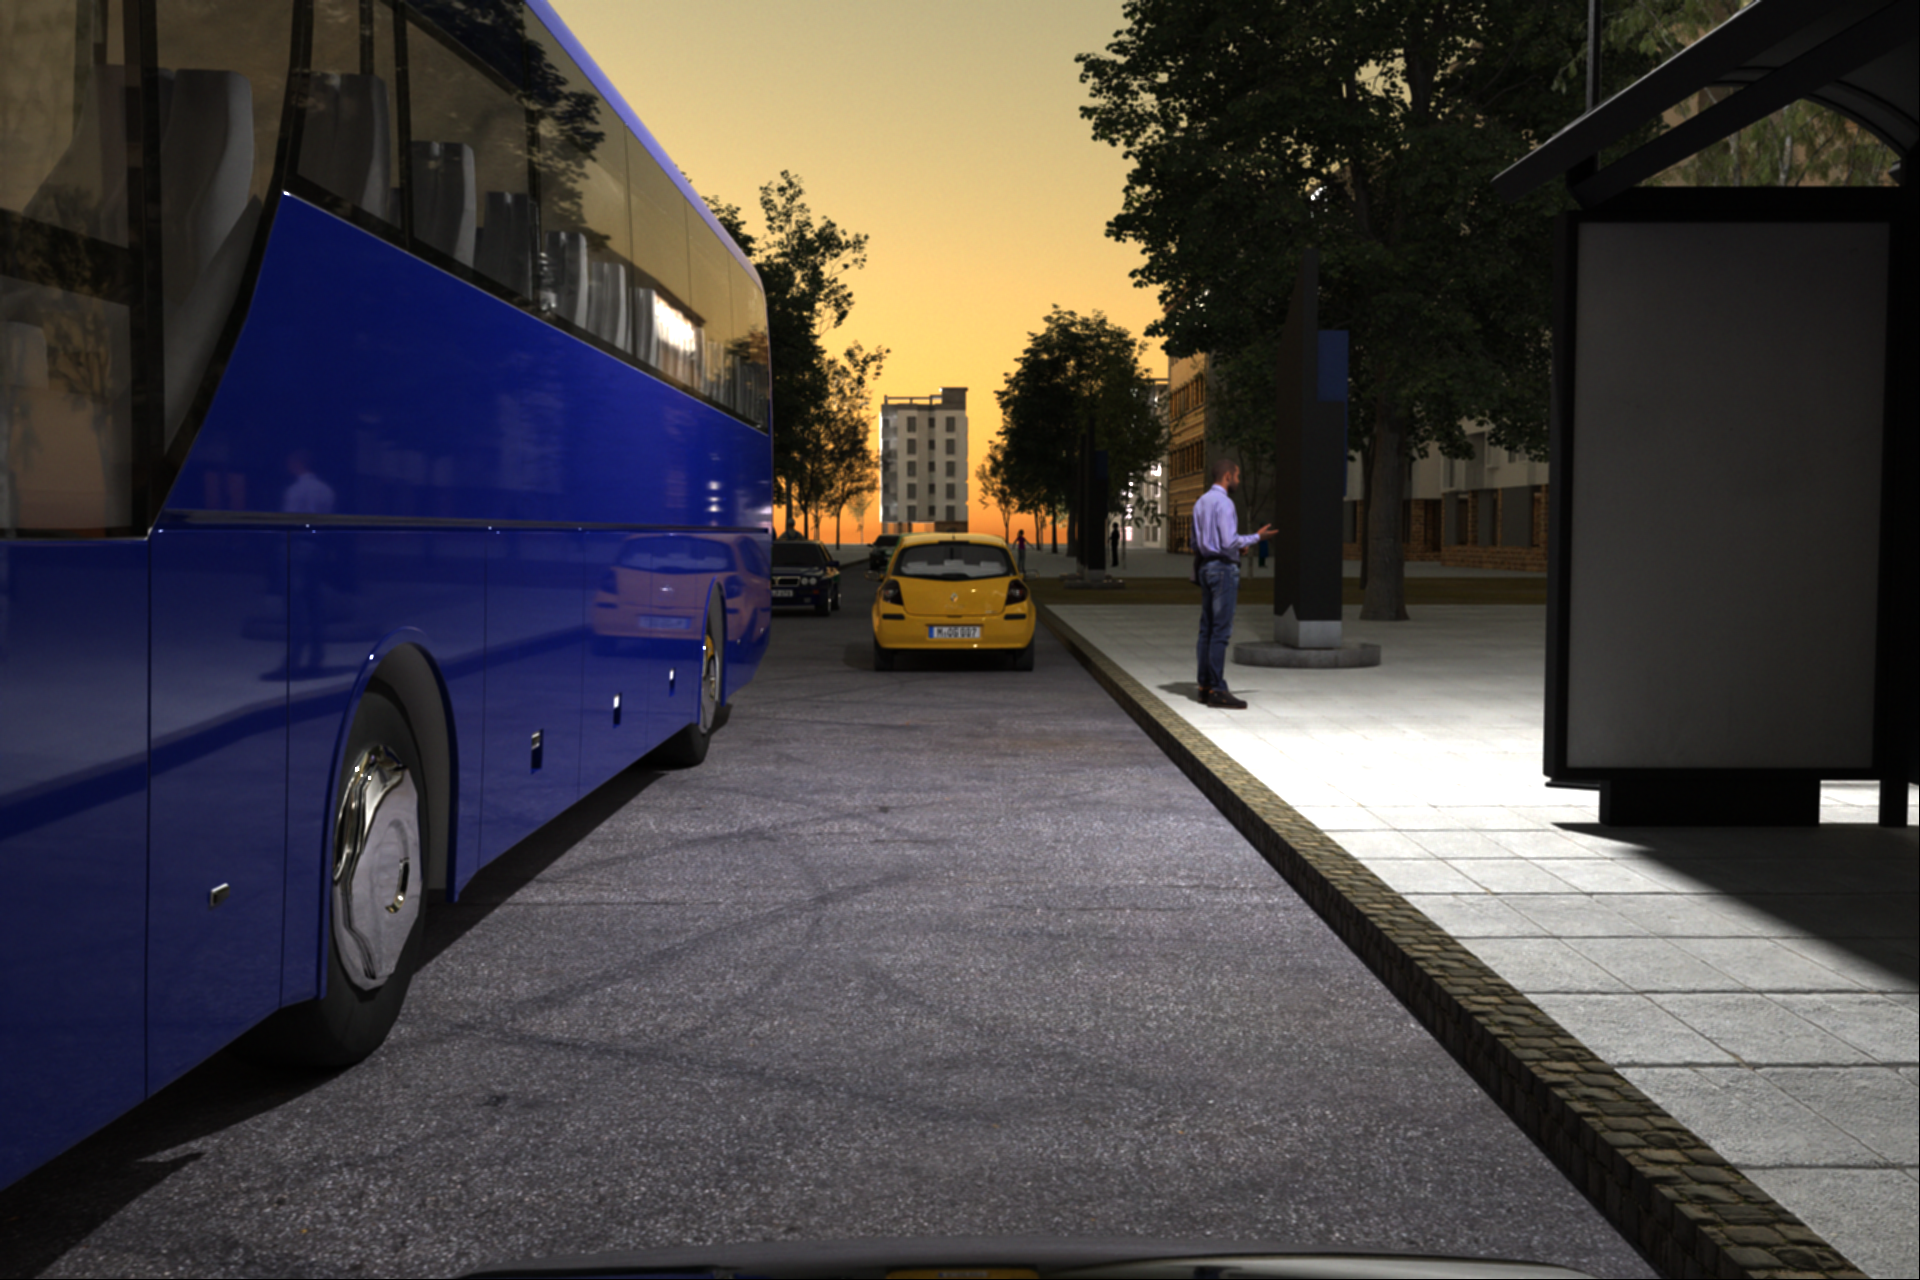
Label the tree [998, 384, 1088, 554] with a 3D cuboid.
[{"bbox_3d":[6.107,-11.528,114.237,9.928,11.665,9.643,0,3,0],"label":"tree"}]

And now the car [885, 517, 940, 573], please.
[{"bbox_3d":[-0.676,-1.765,37.653,1.959,1.807,4.718,0,4,-1],"label":"car"}]

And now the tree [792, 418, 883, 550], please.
[{"bbox_3d":[-9.887,-12.434,137.705,8.767,10.594,7.601,1,4,17],"label":"tree"}]

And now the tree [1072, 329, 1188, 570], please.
[{"bbox_3d":[5.919,-6.818,61.834,4.737,8.622,4.395,0,3,0],"label":"tree"}]

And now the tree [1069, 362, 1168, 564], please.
[{"bbox_3d":[6.489,-7.560,73.974,4.737,8.622,4.395,0,3,0],"label":"tree"}]

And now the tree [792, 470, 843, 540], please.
[{"bbox_3d":[-18.761,-17.907,227.185,7.601,10.594,8.767,0,4,6],"label":"tree"}]

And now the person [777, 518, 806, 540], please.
[{"bbox_3d":[-4.351,-2.224,44.679,1.347,1.847,0.705,-1,4,-17],"label":"person"}]

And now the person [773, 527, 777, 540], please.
[{"bbox_3d":[-5.494,-2.644,49.199,0.705,1.833,1.349,-2,4,-34],"label":"person"}]

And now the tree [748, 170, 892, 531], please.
[{"bbox_3d":[-10.059,-14.506,93.056,12.611,20.169,13.585,0,3,0],"label":"tree"}]

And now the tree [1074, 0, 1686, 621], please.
[{"bbox_3d":[6.395,-7.274,25.593,9.857,13.997,8.962,0,3,0],"label":"tree"}]

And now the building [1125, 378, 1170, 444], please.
[{"bbox_3d":[24.574,-21.423,206.678,16.016,20.090,11.380,0,4,-1],"label":"building"}]

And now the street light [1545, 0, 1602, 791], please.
[{"bbox_3d":[3.696,-2.208,8.643,1.470,5.913,1.316,0,4,0],"label":"street light"}]

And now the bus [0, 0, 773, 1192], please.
[{"bbox_3d":[-2.766,-1.000,7.899,2.896,3.916,12.251,0,3,0],"label":"bus"}]

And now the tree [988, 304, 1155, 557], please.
[{"bbox_3d":[6.414,-11.662,97.331,9.857,13.997,8.962,0,3,0],"label":"tree"}]

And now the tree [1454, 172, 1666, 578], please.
[{"bbox_3d":[17.620,-7.589,49.832,9.928,11.665,9.643,0,3,0],"label":"tree"}]

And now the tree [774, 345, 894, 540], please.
[{"bbox_3d":[-9.745,-12.140,108.851,12.009,13.543,11.850,0,3,0],"label":"tree"}]

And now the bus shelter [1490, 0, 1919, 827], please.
[{"bbox_3d":[3.369,-0.680,5.048,2.014,3.302,5.546,0,4,0],"label":"bus shelter"}]

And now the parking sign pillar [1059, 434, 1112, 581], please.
[{"bbox_3d":[3.455,-3.607,47.452,1.447,3.967,1.447,0,4,-1],"label":"parking sign pillar"}]

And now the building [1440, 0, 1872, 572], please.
[{"bbox_3d":[24.357,-12.911,67.517,16.016,20.090,11.380,0,3,0],"label":"building"}]

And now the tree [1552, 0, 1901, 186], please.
[{"bbox_3d":[5.424,-3.790,12.328,4.360,8.622,3.978,0,3,0],"label":"tree"}]

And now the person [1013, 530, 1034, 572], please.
[{"bbox_3d":[2.110,-2.990,58.148,0.599,1.433,0.991,-3,5,-42],"label":"person"}]

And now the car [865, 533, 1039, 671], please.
[{"bbox_3d":[-0.085,-0.567,19.496,2.015,1.641,3.980,0,4,-1],"label":"car"}]

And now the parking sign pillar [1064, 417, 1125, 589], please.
[{"bbox_3d":[3.175,-3.196,40.731,1.447,3.967,1.447,0,4,0],"label":"parking sign pillar"}]

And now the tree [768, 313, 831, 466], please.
[{"bbox_3d":[-9.505,-9.362,78.817,9.928,11.665,9.643,0,3,0],"label":"tree"}]

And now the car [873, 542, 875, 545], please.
[{"bbox_3d":[-3.123,-4.449,82.530,2.009,1.686,4.222,0,3,0],"label":"car"}]

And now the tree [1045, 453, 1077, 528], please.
[{"bbox_3d":[14.900,-19.041,229.453,7.486,12.596,7.792,0,3,0],"label":"tree"}]

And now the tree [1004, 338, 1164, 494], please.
[{"bbox_3d":[5.882,-8.998,81.537,8.767,10.594,7.601,2,4,27],"label":"tree"}]

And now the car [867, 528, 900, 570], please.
[{"bbox_3d":[-2.710,-3.679,69.939,2.009,1.686,4.222,0,4,0],"label":"car"}]

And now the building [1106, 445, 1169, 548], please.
[{"bbox_3d":[19.298,-14.319,176.262,9.099,9.664,28.070,0,4,-1],"label":"building"}]

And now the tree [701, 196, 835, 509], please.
[{"bbox_3d":[-9.066,-9.730,65.737,9.857,13.997,8.962,0,3,0],"label":"tree"}]

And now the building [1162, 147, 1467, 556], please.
[{"bbox_3d":[23.263,-16.911,107.429,19.493,23.208,18.063,0,3,0],"label":"building"}]

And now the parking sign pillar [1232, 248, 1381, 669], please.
[{"bbox_3d":[3.437,-1.750,17.079,1.447,3.967,1.447,0,4,0],"label":"parking sign pillar"}]

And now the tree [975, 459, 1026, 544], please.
[{"bbox_3d":[6.011,-18.360,225.948,9.928,11.665,9.643,0,3,0],"label":"tree"}]

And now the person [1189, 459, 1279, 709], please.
[{"bbox_3d":[2.056,-0.432,12.980,0.599,1.838,0.709,-1,4,-16],"label":"person"}]

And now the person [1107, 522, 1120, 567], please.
[{"bbox_3d":[6.016,-3.754,68.106,0.721,1.740,1.216,2,4,23],"label":"person"}]

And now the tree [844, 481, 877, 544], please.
[{"bbox_3d":[-12.406,-16.686,223.179,4.360,8.622,3.978,0,3,0],"label":"tree"}]

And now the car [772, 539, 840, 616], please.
[{"bbox_3d":[-3.121,-1.148,31.352,1.945,1.354,3.894,0,3,0],"label":"car"}]

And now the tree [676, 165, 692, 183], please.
[{"bbox_3d":[-9.883,-8.257,53.124,7.486,12.596,7.792,0,3,0],"label":"tree"}]

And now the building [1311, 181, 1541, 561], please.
[{"bbox_3d":[24.177,-14.530,93.991,16.016,20.090,11.380,0,4,-1],"label":"building"}]

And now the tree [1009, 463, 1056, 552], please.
[{"bbox_3d":[6.059,-10.604,123.737,4.360,8.622,3.978,0,3,0],"label":"tree"}]

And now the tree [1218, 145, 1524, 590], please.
[{"bbox_3d":[9.688,-6.457,39.988,7.601,10.594,8.767,-3,4,-36],"label":"tree"}]

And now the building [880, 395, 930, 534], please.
[{"bbox_3d":[-10.096,-22.527,227.192,11.380,20.090,16.016,0,4,0],"label":"building"}]

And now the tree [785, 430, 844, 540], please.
[{"bbox_3d":[-9.695,-10.439,121.037,4.360,8.622,3.978,0,3,0],"label":"tree"}]

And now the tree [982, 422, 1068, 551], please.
[{"bbox_3d":[5.813,-12.222,134.246,7.601,10.594,8.767,2,4,26],"label":"tree"}]

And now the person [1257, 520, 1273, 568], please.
[{"bbox_3d":[11.533,-3.650,65.810,0.704,1.817,1.347,2,4,33],"label":"person"}]

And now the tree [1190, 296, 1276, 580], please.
[{"bbox_3d":[8.142,-6.016,48.717,4.360,8.622,3.978,0,3,0],"label":"tree"}]
